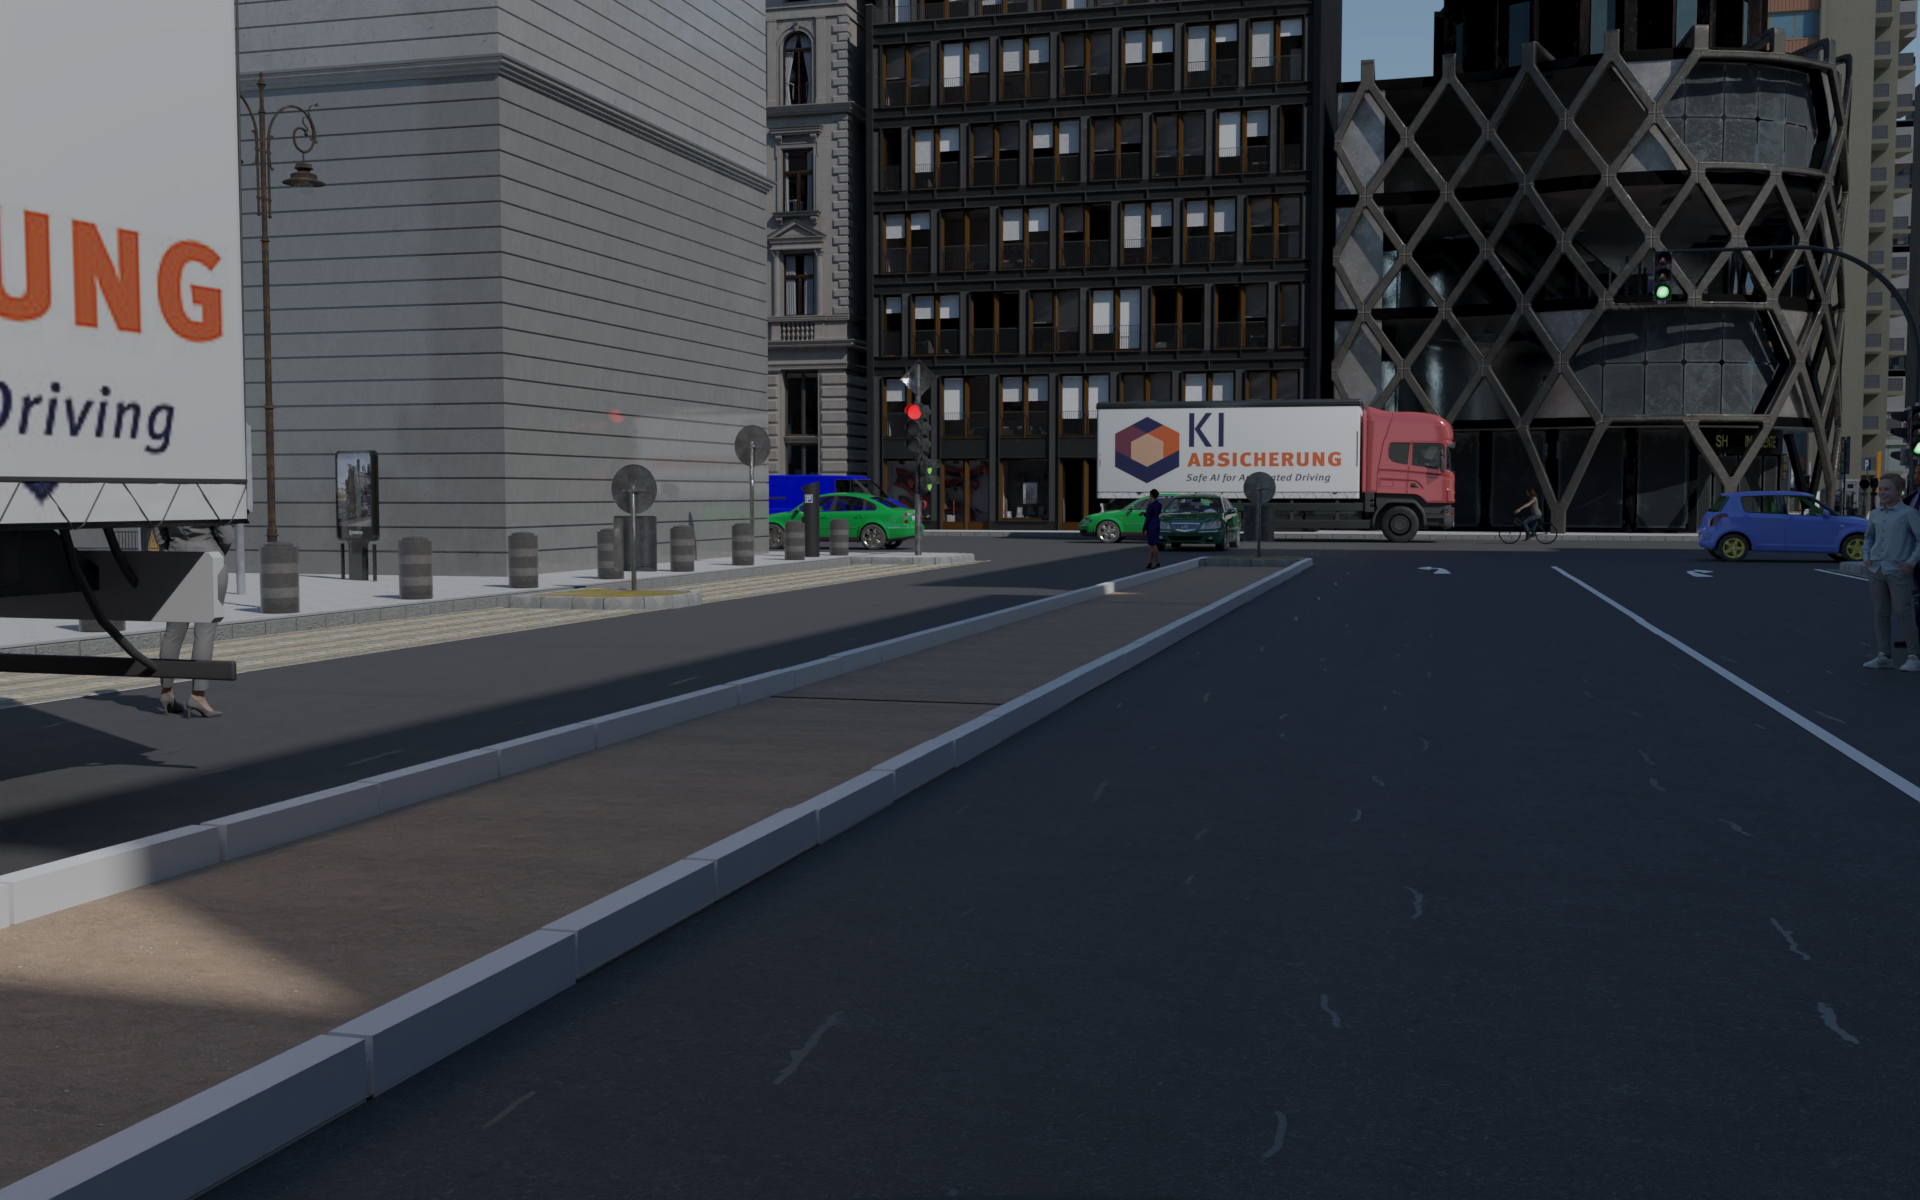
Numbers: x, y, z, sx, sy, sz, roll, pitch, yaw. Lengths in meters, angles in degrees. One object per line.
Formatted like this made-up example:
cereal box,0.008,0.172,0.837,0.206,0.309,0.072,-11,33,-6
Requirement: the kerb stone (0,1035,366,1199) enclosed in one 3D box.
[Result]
kerb stone,-1.591,1.136,3.616,0.120,0.150,1.000,1,4,15

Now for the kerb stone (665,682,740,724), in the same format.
kerb stone,-1.690,0.677,11.187,0.120,0.150,1.000,1,4,15

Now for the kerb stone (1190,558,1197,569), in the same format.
kerb stone,4.340,-0.661,33.007,0.120,0.150,1.000,1,4,15

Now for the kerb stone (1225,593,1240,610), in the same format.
kerb stone,3.322,0.050,21.434,0.120,0.150,1.000,1,4,15

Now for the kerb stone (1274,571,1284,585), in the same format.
kerb stone,4.969,-0.313,27.360,0.120,0.150,1.000,1,4,15

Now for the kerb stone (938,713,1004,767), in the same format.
kerb stone,0.051,0.775,9.551,0.120,0.150,1.000,1,4,15

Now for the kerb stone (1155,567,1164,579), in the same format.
kerb stone,3.248,-0.414,29.046,0.120,0.150,1.000,1,4,15

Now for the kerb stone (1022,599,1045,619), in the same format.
kerb stone,0.785,0.127,20.120,0.120,0.150,1.000,1,4,15

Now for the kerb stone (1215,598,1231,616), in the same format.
kerb stone,3.054,0.110,20.444,0.120,0.150,1.000,1,4,15

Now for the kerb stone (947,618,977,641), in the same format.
kerb stone,-0.046,0.312,17.138,0.120,0.150,1.000,1,4,15

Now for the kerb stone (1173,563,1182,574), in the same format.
kerb stone,3.797,-0.539,31.030,0.120,0.150,1.000,1,4,15

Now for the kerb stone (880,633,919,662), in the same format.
kerb stone,-0.580,0.430,15.158,0.120,0.150,1.000,1,4,15

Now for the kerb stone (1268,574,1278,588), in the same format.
kerb stone,4.690,-0.256,26.374,0.120,0.150,1.000,1,4,15

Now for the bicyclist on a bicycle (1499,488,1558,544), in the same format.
bicyclist on a bicycle,16.236,-2.414,49.485,1.625,1.676,1.499,1,4,15

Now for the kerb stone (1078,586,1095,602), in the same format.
kerb stone,1.606,-0.055,23.098,0.120,0.150,1.000,1,4,15

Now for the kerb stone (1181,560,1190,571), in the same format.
kerb stone,4.077,-0.601,32.016,0.120,0.150,1.000,1,4,15

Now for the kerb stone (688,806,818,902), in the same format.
kerb stone,-0.777,0.955,6.581,0.120,0.150,1.000,1,4,15

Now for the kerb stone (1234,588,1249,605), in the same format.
kerb stone,3.596,-0.014,22.423,0.120,0.150,1.000,1,4,15

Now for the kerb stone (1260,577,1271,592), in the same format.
kerb stone,4.420,-0.195,25.385,0.120,0.150,1.000,1,4,15

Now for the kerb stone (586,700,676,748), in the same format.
kerb stone,-1.954,0.735,10.185,0.120,0.150,1.000,1,4,15

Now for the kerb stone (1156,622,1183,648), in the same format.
kerb stone,1.962,0.350,16.479,0.120,0.150,1.000,1,4,15

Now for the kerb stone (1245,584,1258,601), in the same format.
kerb stone,3.879,-0.074,23.408,0.120,0.150,1.000,1,4,15

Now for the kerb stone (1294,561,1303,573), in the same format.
kerb stone,6.065,-0.559,31.330,0.120,0.150,1.000,1,4,15

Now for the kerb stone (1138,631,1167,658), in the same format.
kerb stone,1.691,0.410,15.491,0.120,0.150,1.000,1,4,15

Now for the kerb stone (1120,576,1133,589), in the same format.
kerb stone,2.427,-0.237,26.066,0.120,0.150,1.000,1,4,15

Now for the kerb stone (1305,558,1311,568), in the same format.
kerb stone,6.608,-0.676,33.307,0.120,0.150,1.000,1,4,15

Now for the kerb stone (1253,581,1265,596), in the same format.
kerb stone,4.147,-0.135,24.397,0.120,0.150,1.000,1,4,15

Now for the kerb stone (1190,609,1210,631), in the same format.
kerb stone,2.512,0.228,18.462,0.120,0.150,1.000,1,4,15

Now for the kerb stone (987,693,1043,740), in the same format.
kerb stone,0.322,0.713,10.540,0.120,0.150,1.000,1,4,15

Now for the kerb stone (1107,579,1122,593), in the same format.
kerb stone,2.156,-0.175,25.078,0.120,0.150,1.000,1,4,15

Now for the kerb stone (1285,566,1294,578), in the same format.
kerb stone,5.515,-0.433,29.339,0.120,0.150,1.000,1,4,15

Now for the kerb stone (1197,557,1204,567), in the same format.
kerb stone,4.609,-0.722,33.996,0.120,0.150,1.000,1,4,15

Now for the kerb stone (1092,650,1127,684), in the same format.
kerb stone,1.139,0.532,13.504,0.120,0.150,1.000,1,4,15

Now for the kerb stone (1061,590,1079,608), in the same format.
kerb stone,1.332,0.007,22.099,0.120,0.150,1.000,1,4,15

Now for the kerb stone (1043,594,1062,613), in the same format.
kerb stone,1.054,0.067,21.109,0.120,0.150,1.000,1,4,15

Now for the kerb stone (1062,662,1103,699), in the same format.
kerb stone,0.861,0.592,12.517,0.120,0.150,1.000,1,4,15

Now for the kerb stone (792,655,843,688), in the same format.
kerb stone,-1.131,0.558,13.183,0.120,0.150,1.000,1,4,15

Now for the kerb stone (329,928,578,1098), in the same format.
kerb stone,-1.316,1.076,4.603,0.120,0.150,1.000,1,4,15

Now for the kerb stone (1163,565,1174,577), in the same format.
kerb stone,3.524,-0.479,30.033,0.120,0.150,1.000,1,4,15

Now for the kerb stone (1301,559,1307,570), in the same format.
kerb stone,6.324,-0.619,32.322,0.120,0.150,1.000,1,4,15

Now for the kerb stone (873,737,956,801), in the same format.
kerb stone,-0.227,0.834,8.565,0.120,0.150,1.000,1,4,15

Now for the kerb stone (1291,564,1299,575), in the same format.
kerb stone,5.784,-0.492,30.328,0.120,0.150,1.000,1,4,15

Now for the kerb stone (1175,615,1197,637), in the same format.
kerb stone,2.233,0.289,17.476,0.120,0.150,1.000,1,4,15

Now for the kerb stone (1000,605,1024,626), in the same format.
kerb stone,0.510,0.189,19.125,0.120,0.150,1.000,1,4,15

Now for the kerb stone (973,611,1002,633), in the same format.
kerb stone,0.236,0.249,18.123,0.120,0.150,1.000,1,4,15

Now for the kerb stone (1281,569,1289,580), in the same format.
kerb stone,5.236,-0.377,28.352,0.120,0.150,1.000,1,4,15

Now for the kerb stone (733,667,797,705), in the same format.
kerb stone,-1.402,0.613,12.184,0.120,0.150,1.000,1,4,15

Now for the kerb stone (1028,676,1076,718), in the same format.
kerb stone,0.594,0.653,11.528,0.120,0.150,1.000,1,4,15

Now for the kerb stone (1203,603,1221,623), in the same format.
kerb stone,2.783,0.172,19.451,0.120,0.150,1.000,1,4,15

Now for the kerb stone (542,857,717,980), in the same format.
kerb stone,-1.050,1.017,5.593,0.120,0.150,1.000,1,4,15

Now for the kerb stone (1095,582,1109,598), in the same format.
kerb stone,1.882,-0.112,24.091,0.120,0.150,1.000,1,4,15

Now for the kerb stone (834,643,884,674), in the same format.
kerb stone,-0.858,0.491,14.170,0.120,0.150,1.000,1,4,15

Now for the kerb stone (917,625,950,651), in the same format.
kerb stone,-0.313,0.370,16.149,0.120,0.150,1.000,1,4,15

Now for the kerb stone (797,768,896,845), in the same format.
kerb stone,-0.499,0.900,7.567,0.120,0.150,1.000,1,4,15

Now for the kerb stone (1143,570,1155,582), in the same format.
kerb stone,2.976,-0.359,28.058,0.120,0.150,1.000,1,4,15

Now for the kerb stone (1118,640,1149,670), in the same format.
kerb stone,1.417,0.474,14.495,0.120,0.150,1.000,1,4,15

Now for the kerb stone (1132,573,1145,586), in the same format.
kerb stone,2.706,-0.297,27.053,0.120,0.150,1.000,1,4,15
